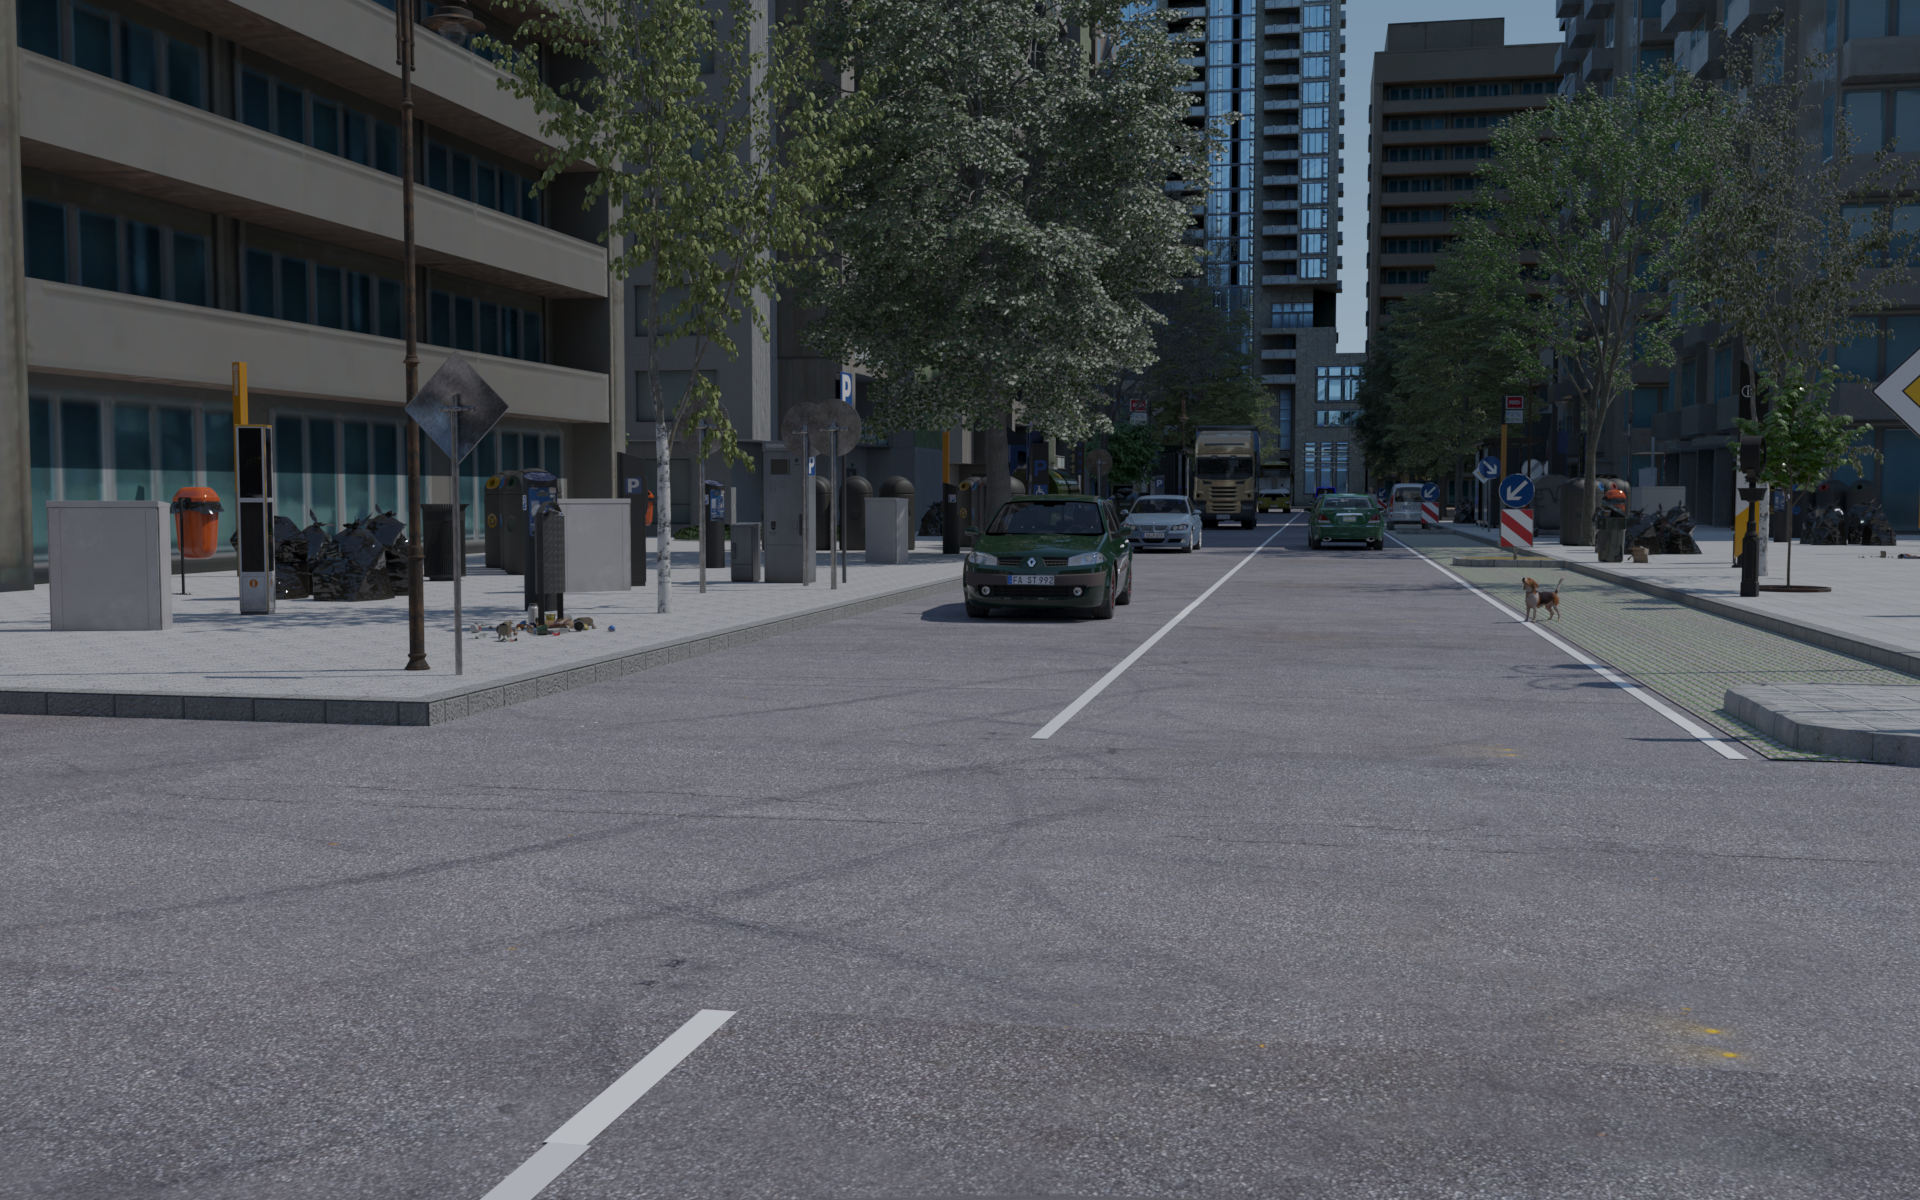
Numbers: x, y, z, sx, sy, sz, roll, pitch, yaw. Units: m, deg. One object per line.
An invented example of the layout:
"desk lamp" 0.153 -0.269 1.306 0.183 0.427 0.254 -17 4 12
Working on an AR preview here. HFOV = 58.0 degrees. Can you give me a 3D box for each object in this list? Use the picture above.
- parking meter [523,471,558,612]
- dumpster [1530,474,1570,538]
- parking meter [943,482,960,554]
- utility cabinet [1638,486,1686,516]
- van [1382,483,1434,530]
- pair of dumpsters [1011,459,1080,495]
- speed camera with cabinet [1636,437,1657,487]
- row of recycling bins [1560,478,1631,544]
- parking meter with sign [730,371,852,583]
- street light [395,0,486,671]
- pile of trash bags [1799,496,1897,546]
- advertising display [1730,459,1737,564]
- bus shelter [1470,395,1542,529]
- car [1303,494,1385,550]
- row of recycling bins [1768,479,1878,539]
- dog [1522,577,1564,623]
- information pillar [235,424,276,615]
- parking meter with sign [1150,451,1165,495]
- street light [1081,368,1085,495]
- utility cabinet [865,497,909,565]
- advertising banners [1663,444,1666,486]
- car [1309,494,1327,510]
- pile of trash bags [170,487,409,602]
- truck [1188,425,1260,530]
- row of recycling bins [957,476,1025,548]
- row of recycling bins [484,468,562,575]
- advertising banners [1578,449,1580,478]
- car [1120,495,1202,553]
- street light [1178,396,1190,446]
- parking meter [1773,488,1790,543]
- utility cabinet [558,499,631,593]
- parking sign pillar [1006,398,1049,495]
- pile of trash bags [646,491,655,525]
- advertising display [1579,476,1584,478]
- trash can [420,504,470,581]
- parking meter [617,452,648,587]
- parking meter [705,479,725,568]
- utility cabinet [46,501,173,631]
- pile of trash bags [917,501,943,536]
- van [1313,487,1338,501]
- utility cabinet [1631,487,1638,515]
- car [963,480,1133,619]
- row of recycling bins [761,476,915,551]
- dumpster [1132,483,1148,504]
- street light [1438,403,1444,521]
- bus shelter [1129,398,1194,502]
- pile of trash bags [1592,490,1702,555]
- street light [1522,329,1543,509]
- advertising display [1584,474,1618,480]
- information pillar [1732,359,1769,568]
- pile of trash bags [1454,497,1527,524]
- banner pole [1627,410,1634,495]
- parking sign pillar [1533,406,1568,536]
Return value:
"parking meter" -4.603 -0.649 19.024 0.372 1.533 0.369 0 3 0
"dumpster" 17.561 -2.795 51.462 1.264 1.857 1.865 1 4 12
"parking meter" -0.188 -1.756 37.126 0.372 1.533 0.369 0 3 0
"utility cabinet" 20.405 -2.544 50.278 1.173 1.500 0.318 2 4 27
"van" 17.931 -3.806 69.242 2.013 2.044 4.112 1 4 13
"pair of dumpsters" 2.229 -2.732 47.154 1.574 2.255 4.437 1 4 12
"speed camera with cabinet" 24.069 -4.065 60.795 0.660 3.252 2.038 1 4 20
"row of recycling bins" 16.496 -2.320 45.043 1.069 1.692 3.534 3 5 39
"parking meter with sign" -2.470 -1.762 25.075 1.738 3.016 0.543 1 4 14
"street light" -3.965 -2.428 12.478 0.468 5.910 1.993 1 4 12
"pile of trash bags" 23.026 -2.063 43.490 3.447 1.369 1.912 2 4 24
"advertising display" 14.640 -1.648 32.159 0.974 1.923 0.123 -2 4 -35
"bus shelter" 21.327 -5.542 68.246 2.179 5.291 8.768 1 4 12
"car" 10.189 -2.083 45.858 2.131 1.459 4.920 1 4 10
"row of recycling bins" 24.792 -2.631 50.134 1.069 1.692 3.534 -2 4 -32
"dog" 6.522 -0.006 19.384 0.406 0.507 0.540 2 4 24
"information pillar" -7.496 -0.853 18.432 0.304 2.012 0.304 0 4 -8
"parking meter with sign" 7.892 -4.476 69.450 0.543 3.016 1.738 0 4 -8
"street light" 3.339 -4.539 46.993 0.468 5.910 1.993 1 4 12
"utility cabinet" -1.351 -1.272 31.958 0.306 1.237 1.020 -3 4 -37
"advertising banners" 24.912 -3.978 61.236 0.090 3.025 2.074 2 4 23
"car" 19.114 -4.755 89.540 2.131 1.459 4.920 1 4 11
"pile of trash bags" -8.491 -0.738 21.814 3.447 1.369 1.912 1 4 18
"truck" 11.306 -5.147 73.068 2.839 4.237 11.283 1 4 11
"row of recycling bins" 0.734 -2.047 40.574 1.069 1.692 3.534 -1 4 -14
"row of recycling bins" -7.284 -1.337 28.974 1.069 1.692 3.534 -1 4 -22
"advertising banners" 23.944 -4.337 67.099 0.090 3.025 2.074 1 4 21
"car" 5.091 -1.929 43.535 2.014 1.417 4.499 1 4 12
"street light" 10.489 -6.642 81.390 0.468 5.910 1.993 1 4 12
"parking meter" 21.803 -2.296 45.946 0.372 1.533 0.369 0 3 0
"utility cabinet" -4.867 -0.713 22.813 1.020 1.237 0.306 -2 4 -35
"parking sign pillar" 1.960 -3.360 43.412 1.447 3.967 1.447 0 4 -3
"pile of trash bags" -9.678 -2.179 45.372 3.447 1.369 1.912 -2 4 -27
"advertising display" 22.218 -3.400 60.804 0.974 1.923 0.123 1 4 22
"trash can" -7.633 -0.855 25.638 0.748 1.137 0.748 0 3 0
"parking meter" -4.552 -1.125 24.098 0.399 1.863 0.255 -1 4 -21
"parking meter" -4.263 -1.320 29.994 0.372 1.533 0.369 0 3 0
"utility cabinet" -8.012 -0.317 16.341 1.020 1.237 0.306 0 4 -4
"pile of trash bags" 0.134 -2.700 53.900 1.912 1.369 3.447 2 4 25
"van" 32.681 -9.204 154.866 2.240 2.365 5.245 1 4 12
"utility cabinet" 22.043 -2.846 55.213 1.173 1.500 0.318 3 4 36
"car" 1.142 -0.699 21.213 2.009 1.686 4.222 1 4 10
"row of recycling bins" -2.788 -1.988 39.620 3.534 1.692 1.069 0 4 -1
"dumpster" 8.734 -4.718 82.902 1.264 1.857 1.865 1 4 12
"street light" 23.078 -6.742 83.017 0.468 5.910 1.993 1 4 12
"bus shelter" 8.720 -5.963 75.131 2.179 5.291 8.768 1 4 12
"pile of trash bags" 14.860 -1.734 38.110 1.912 1.369 3.447 0 4 1
"street light" 15.863 -4.614 48.222 0.468 5.910 1.993 1 4 12
"advertising display" 20.880 -3.129 56.369 0.974 1.923 0.123 3 5 42
"information pillar" 13.725 -2.367 30.054 0.504 3.616 0.183 1 4 15
"pile of trash bags" 23.155 -3.996 75.082 3.447 1.369 1.912 1 4 21
"banner pole" 19.917 -3.765 51.567 0.401 3.779 0.863 2 4 28
"parking sign pillar" 18.576 -4.003 53.927 1.447 3.967 1.447 1 4 13
